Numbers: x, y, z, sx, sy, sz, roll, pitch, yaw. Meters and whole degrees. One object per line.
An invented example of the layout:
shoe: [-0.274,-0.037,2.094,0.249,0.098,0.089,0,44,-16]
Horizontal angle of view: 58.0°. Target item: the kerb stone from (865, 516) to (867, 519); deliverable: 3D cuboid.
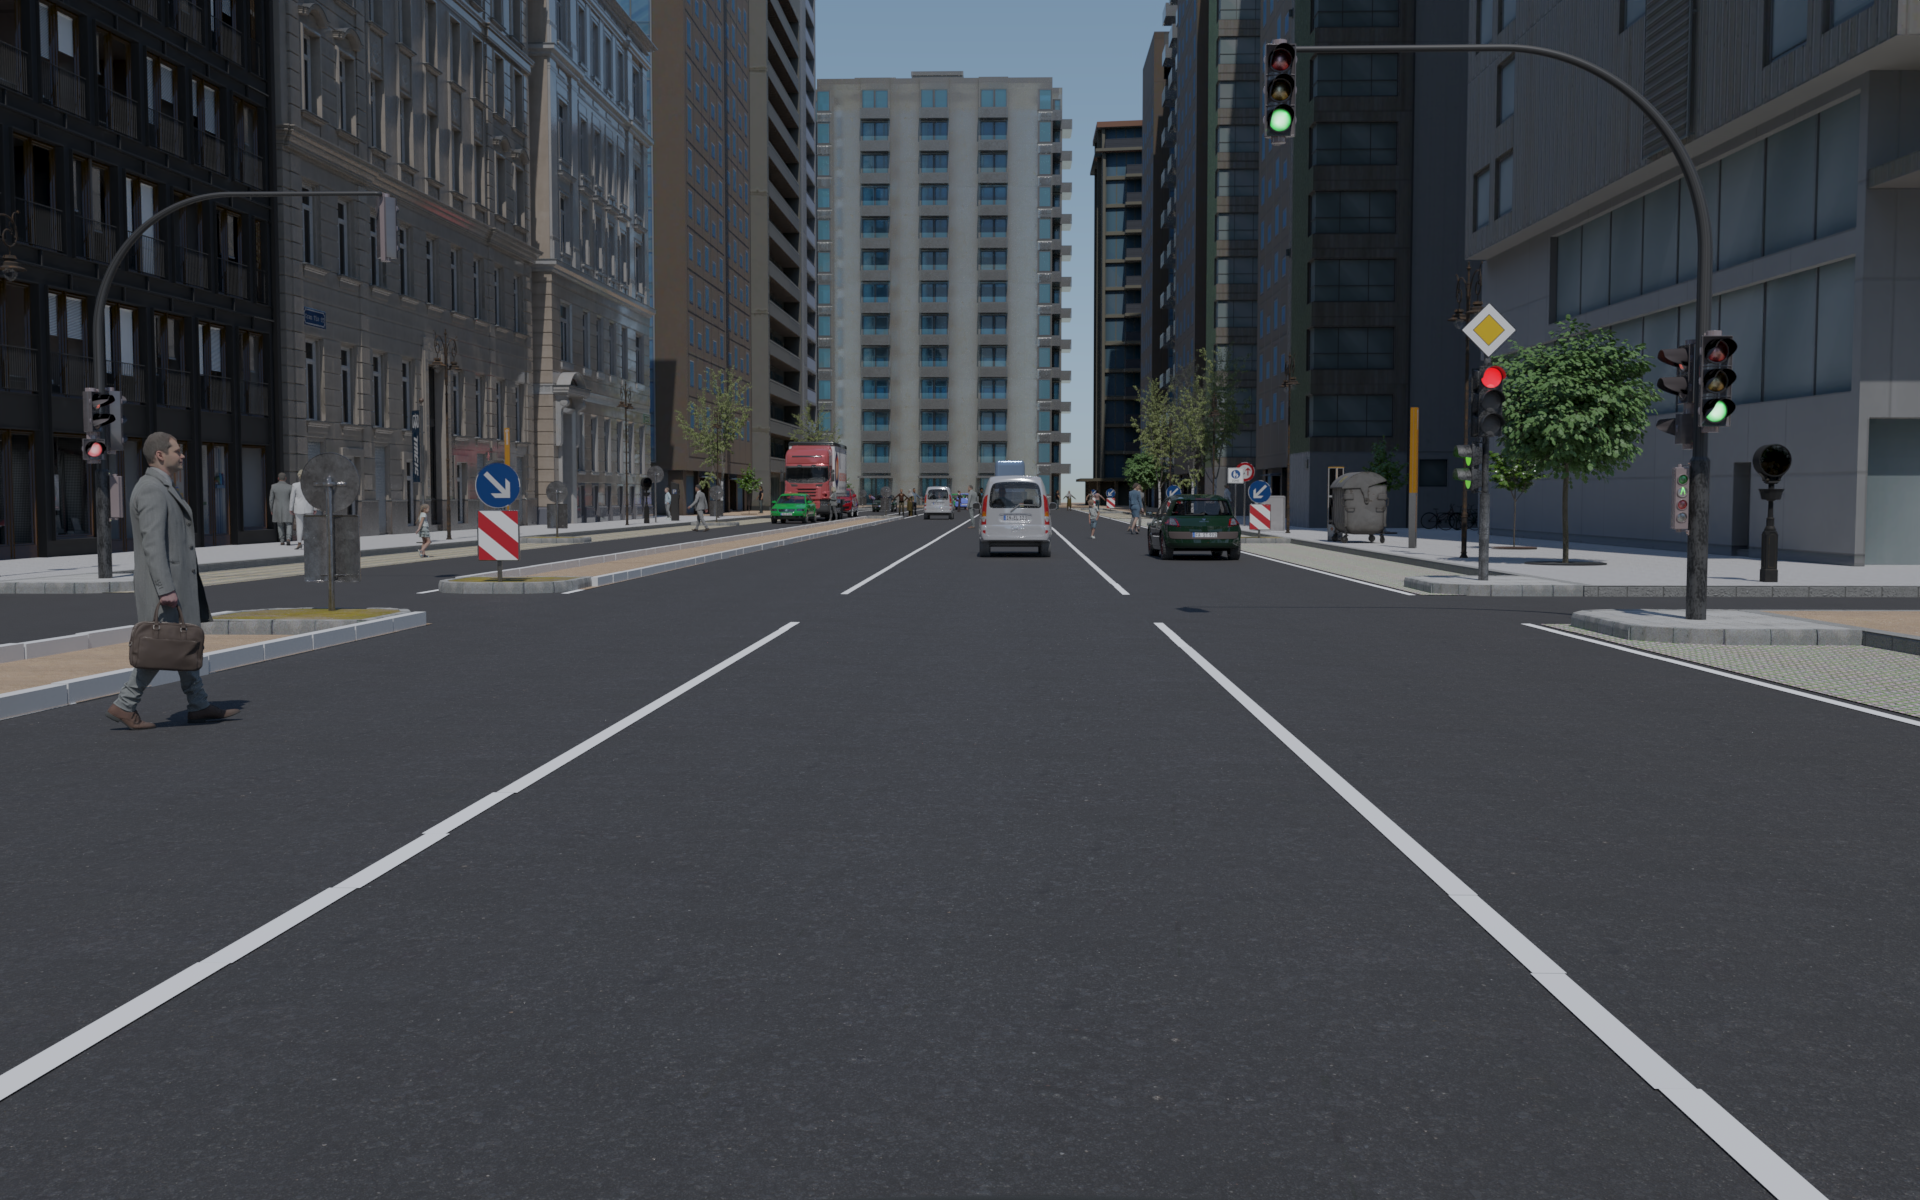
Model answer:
kerb stone: [-5.524,-4.636,97.988,0.120,0.150,1.000,0,4,2]

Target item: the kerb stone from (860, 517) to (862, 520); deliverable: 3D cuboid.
kerb stone: [-5.618,-4.446,94.900,0.120,0.150,1.000,0,4,2]

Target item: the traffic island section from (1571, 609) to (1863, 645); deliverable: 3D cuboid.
traffic island section: [7.547,0.277,17.749,2.009,0.180,2.903,0,4,2]

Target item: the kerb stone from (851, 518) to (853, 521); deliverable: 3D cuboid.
kerb stone: [-5.779,-4.133,89.776,0.120,0.150,1.000,0,4,2]

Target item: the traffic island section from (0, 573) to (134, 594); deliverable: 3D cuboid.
traffic island section: [-13.036,-0.251,26.381,2.009,0.180,2.903,0,4,2]

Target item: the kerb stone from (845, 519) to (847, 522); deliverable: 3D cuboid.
kerb stone: [-5.867,-3.939,86.692,0.120,0.150,1.000,0,4,2]

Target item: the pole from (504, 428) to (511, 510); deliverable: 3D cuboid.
pole: [-13.974,-3.651,53.537,0.158,3.312,0.155,0,3,0]

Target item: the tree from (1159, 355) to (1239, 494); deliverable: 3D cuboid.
tree: [12.651,-8.681,92.298,4.360,8.622,3.978,0,3,0]

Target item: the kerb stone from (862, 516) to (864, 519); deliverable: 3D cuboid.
kerb stone: [-5.582,-4.510,95.938,0.120,0.150,1.000,0,4,2]

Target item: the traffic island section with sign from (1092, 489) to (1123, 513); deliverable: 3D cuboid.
traffic island section with sign: [10.979,-7.295,127.895,1.989,1.847,2.006,0,4,2]

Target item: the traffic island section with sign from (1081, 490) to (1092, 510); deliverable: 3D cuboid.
traffic island section with sign: [11.851,-8.996,155.705,1.989,1.847,2.006,0,4,2]

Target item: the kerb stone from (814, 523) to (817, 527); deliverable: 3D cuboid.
kerb stone: [-6.286,-3.131,73.385,0.120,0.150,1.000,0,4,2]

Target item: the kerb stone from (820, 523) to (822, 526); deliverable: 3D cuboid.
kerb stone: [-6.221,-3.254,75.429,0.120,0.150,1.000,0,4,2]

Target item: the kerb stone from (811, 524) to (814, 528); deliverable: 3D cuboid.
kerb stone: [-6.325,-3.068,72.358,0.120,0.150,1.000,0,4,2]

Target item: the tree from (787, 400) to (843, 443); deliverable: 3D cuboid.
tree: [-11.424,-11.410,136.919,4.737,8.622,4.395,0,3,0]

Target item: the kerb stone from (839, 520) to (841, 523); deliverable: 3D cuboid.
kerb stone: [-5.963,-3.757,83.618,0.120,0.150,1.000,0,4,2]

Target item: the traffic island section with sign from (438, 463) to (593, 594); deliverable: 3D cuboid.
traffic island section with sign: [-6.698,-1.083,25.840,2.006,1.907,1.989,0,4,2]

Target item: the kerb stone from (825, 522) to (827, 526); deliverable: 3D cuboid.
kerb stone: [-6.162,-3.381,77.476,0.120,0.150,1.000,0,4,2]

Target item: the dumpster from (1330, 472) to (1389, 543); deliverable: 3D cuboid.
dumpster: [10.527,-2.440,45.649,1.264,1.857,1.865,0,4,2]

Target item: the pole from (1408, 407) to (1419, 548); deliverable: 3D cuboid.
pole: [10.709,-2.877,40.889,0.158,3.312,0.155,0,3,0]

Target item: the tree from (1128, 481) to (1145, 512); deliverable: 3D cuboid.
tree: [13.102,-8.086,126.800,1.663,3.219,1.824,0,3,0]

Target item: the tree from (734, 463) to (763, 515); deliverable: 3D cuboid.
tree: [-13.090,-6.964,108.457,1.663,3.219,1.824,0,3,0]

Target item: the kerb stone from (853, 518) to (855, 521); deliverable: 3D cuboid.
kerb stone: [-5.742,-4.196,90.806,0.120,0.150,1.000,0,4,2]

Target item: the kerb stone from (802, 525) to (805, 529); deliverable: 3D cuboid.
kerb stone: [-6.412,-2.877,69.293,0.120,0.150,1.000,0,4,2]

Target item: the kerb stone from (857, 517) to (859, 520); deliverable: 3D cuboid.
kerb stone: [-5.671,-4.321,92.850,0.120,0.150,1.000,0,4,2]

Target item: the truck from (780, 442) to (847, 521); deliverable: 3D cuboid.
truck: [-7.886,-6.487,94.978,2.839,4.237,11.283,0,4,1]

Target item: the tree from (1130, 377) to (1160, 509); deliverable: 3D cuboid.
tree: [12.562,-9.658,108.274,4.737,8.622,4.395,0,3,0]

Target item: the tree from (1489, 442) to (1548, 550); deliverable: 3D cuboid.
tree: [12.892,-2.802,40.418,1.663,3.219,1.824,0,3,0]

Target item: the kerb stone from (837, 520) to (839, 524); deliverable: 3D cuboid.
kerb stone: [-5.994,-3.689,82.594,0.120,0.150,1.000,0,4,2]

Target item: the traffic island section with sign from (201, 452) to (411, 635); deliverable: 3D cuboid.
traffic island section with sign: [-6.938,-0.630,18.437,2.006,1.907,1.989,0,4,2]

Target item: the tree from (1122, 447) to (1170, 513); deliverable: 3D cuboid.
tree: [12.633,-8.258,118.727,4.285,4.588,4.351,0,3,0]

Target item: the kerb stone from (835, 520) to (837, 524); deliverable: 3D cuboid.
kerb stone: [-6.034,-3.626,81.569,0.120,0.150,1.000,0,4,2]

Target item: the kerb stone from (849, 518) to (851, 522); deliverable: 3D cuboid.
kerb stone: [-5.807,-4.070,88.746,0.120,0.150,1.000,0,4,2]

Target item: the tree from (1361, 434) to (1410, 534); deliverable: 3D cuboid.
tree: [13.573,-3.744,55.808,1.663,3.219,1.824,0,3,0]

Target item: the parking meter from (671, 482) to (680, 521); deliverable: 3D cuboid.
parking meter: [-13.619,-4.720,82.879,0.399,1.863,0.255,0,4,4]

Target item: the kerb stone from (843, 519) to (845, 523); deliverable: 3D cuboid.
kerb stone: [-5.902,-3.882,85.670,0.120,0.150,1.000,0,4,2]

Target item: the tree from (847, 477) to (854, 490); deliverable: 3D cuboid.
tree: [-11.363,-10.662,168.928,1.663,3.219,1.824,0,3,0]

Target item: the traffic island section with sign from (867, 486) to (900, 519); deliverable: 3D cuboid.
traffic island section with sign: [-4.370,-5.676,100.943,2.006,1.907,1.989,0,4,2]

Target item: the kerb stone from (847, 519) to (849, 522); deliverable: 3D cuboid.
kerb stone: [-5.839,-4.007,87.716,0.120,0.150,1.000,0,4,2]

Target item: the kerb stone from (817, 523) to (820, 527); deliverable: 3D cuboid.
kerb stone: [-6.253,-3.193,74.407,0.120,0.150,1.000,0,4,2]

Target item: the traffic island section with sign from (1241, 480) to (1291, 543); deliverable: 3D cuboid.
traffic island section with sign: [8.583,-2.582,50.846,1.989,1.847,2.006,0,4,2]

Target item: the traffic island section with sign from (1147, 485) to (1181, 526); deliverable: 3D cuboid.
traffic island section with sign: [9.424,-4.230,77.789,1.989,1.847,2.006,0,4,2]

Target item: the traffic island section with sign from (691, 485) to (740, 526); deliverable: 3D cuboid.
traffic island section with sign: [-11.083,-4.284,78.673,1.989,1.847,2.006,0,4,2]

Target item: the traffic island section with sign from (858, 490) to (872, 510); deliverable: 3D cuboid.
traffic island section with sign: [-8.676,-8.995,155.690,1.989,1.847,2.006,0,4,2]

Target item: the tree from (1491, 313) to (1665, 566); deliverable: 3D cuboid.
tree: [11.140,-2.925,31.533,4.285,4.588,4.351,0,3,0]

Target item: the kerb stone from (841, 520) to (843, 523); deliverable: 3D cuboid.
kerb stone: [-5.936,-3.819,84.640,0.120,0.150,1.000,0,4,2]

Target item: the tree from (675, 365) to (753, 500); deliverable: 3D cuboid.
tree: [-13.741,-9.046,98.262,4.737,8.622,4.395,0,3,0]

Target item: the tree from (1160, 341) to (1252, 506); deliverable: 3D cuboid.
tree: [12.277,-8.161,83.798,4.737,8.622,4.395,0,3,0]

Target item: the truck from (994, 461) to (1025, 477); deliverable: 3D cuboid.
truck: [4.005,-8.764,133.042,2.967,4.110,18.799,0,3,0]

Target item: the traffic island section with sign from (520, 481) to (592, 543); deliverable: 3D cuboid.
traffic island section with sign: [-11.947,-2.589,50.962,1.989,1.847,2.006,0,4,2]

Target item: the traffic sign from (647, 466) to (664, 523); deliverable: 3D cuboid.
traffic sign: [-13.667,-4.748,77.728,0.768,2.556,0.104,0,4,3]

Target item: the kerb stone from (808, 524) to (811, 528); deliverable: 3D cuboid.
kerb stone: [-6.343,-3.002,71.336,0.120,0.150,1.000,0,4,2]

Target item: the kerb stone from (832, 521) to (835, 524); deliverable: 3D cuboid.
kerb stone: [-6.058,-3.569,80.541,0.120,0.150,1.000,0,4,2]

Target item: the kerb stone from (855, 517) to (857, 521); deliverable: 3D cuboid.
kerb stone: [-5.711,-4.253,91.829,0.120,0.150,1.000,0,4,2]

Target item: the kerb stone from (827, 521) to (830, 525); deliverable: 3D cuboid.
kerb stone: [-6.122,-3.444,78.497,0.120,0.150,1.000,0,4,2]

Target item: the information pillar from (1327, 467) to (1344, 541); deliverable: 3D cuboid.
information pillar: [10.198,-2.602,47.031,0.304,2.012,0.304,-3,5,-39]

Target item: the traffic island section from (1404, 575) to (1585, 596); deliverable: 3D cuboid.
traffic island section: [7.795,-0.211,25.730,2.009,0.180,2.903,0,4,2]

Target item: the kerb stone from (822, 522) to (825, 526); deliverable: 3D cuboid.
kerb stone: [-6.185,-3.319,76.454,0.120,0.150,1.000,0,4,2]

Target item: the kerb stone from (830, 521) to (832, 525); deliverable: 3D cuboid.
kerb stone: [-6.092,-3.504,79.519,0.120,0.150,1.000,0,4,2]

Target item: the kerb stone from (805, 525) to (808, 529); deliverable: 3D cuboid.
kerb stone: [-6.382,-2.943,70.315,0.120,0.150,1.000,0,4,2]
